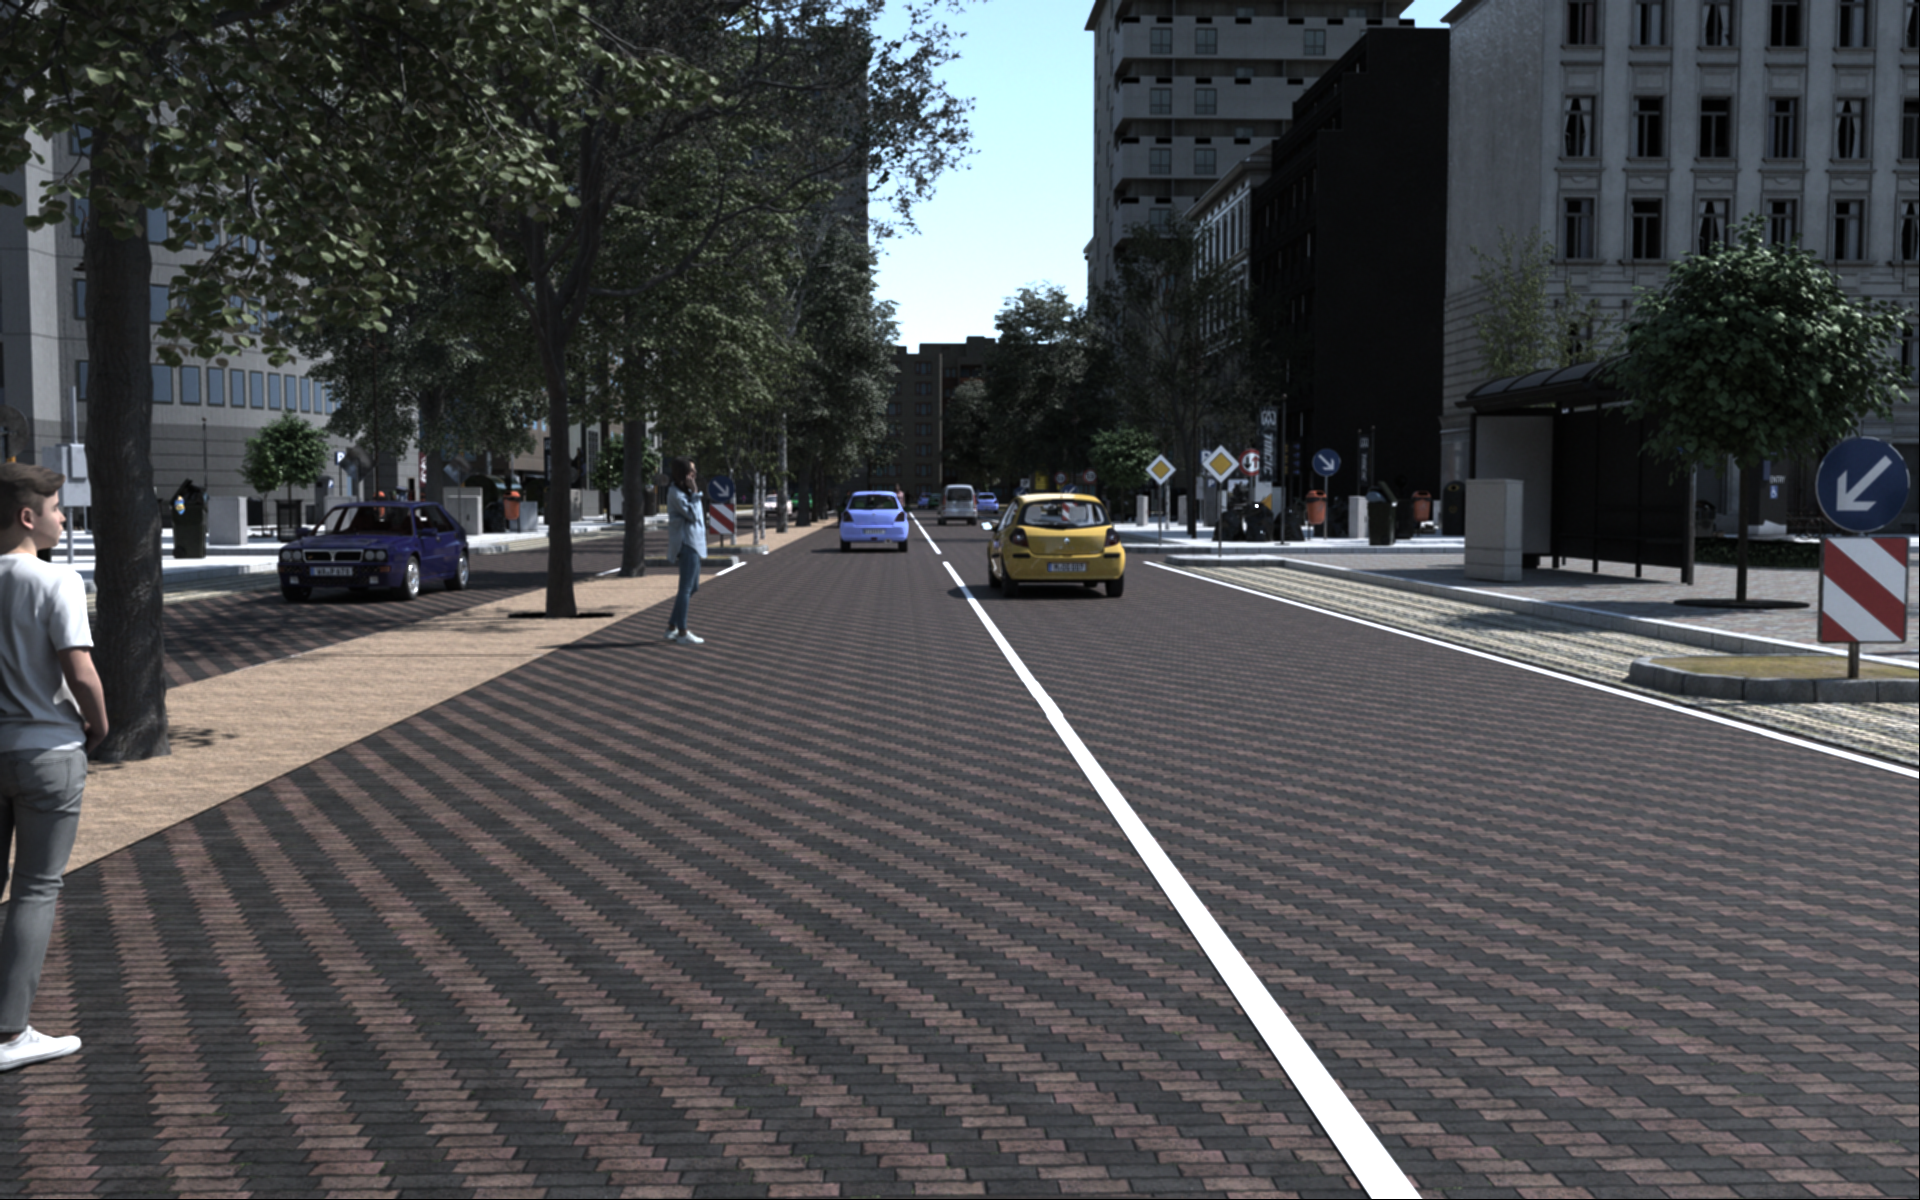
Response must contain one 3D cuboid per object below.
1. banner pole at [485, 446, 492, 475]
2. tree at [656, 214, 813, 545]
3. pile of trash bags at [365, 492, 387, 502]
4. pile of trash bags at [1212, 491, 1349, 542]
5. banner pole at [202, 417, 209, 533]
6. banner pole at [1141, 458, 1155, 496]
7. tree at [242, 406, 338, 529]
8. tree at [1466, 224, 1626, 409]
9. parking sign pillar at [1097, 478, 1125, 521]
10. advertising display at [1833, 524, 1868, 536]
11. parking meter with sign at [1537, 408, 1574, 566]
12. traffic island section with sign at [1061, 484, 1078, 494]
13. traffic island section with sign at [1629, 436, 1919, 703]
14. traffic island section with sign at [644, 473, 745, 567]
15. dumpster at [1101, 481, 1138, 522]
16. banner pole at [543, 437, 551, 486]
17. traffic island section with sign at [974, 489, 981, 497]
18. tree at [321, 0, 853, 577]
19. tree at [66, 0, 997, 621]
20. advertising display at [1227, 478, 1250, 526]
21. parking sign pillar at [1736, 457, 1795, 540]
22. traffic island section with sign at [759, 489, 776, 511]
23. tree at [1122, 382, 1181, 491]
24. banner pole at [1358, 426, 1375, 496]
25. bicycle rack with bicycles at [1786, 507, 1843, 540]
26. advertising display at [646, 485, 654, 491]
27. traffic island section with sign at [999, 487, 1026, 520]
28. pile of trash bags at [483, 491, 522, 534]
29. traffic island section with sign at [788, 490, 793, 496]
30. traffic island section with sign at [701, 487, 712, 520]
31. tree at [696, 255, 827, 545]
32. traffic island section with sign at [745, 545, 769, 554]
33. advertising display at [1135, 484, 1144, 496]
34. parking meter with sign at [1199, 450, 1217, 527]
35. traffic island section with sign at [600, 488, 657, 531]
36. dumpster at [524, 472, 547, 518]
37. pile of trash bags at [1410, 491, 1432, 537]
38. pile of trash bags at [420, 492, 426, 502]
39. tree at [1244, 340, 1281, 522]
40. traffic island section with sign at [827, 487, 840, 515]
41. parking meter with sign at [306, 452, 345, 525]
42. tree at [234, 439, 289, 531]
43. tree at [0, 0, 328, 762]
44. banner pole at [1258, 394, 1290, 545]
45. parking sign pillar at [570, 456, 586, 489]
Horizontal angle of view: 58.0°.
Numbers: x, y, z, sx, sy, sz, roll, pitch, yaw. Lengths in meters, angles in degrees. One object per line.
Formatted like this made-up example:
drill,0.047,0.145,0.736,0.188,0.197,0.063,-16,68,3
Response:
banner pole,-24.334,-6.075,89.336,0.401,3.779,0.863,-3,5,-42
tree,-5.791,-5.586,44.153,4.737,8.622,4.395,0,3,0
pile of trash bags,-21.482,-3.344,64.420,1.912,1.369,3.447,-1,4,-15
pile of trash bags,8.682,-2.302,47.391,3.447,1.369,1.912,-2,4,-32
banner pole,-24.575,-4.061,56.407,0.401,3.779,0.863,-1,4,-22
banner pole,11.439,-7.036,105.052,0.863,3.779,0.401,-1,4,-13
tree,-25.020,-4.961,64.832,4.285,4.588,4.351,0,3,0
tree,15.612,-5.921,47.173,4.737,8.622,4.395,0,3,0
parking sign pillar,7.317,-5.844,84.019,1.447,3.967,1.447,1,4,13
advertising display,23.567,-2.482,45.787,0.974,1.923,0.123,0,4,1
parking meter with sign,10.056,-2.134,31.156,1.738,3.016,0.543,0,4,3
traffic island section with sign,4.106,-3.613,67.697,1.989,1.847,2.006,0,4,-2
traffic island section with sign,6.102,-0.252,12.744,1.989,1.847,2.006,0,4,-2
traffic island section with sign,-5.505,-1.642,34.982,2.006,1.907,1.989,0,4,-2
dumpster,7.513,-4.829,81.449,1.502,2.255,1.985,0,4,-2
banner pole,-15.716,-4.719,67.173,0.863,3.779,0.401,0,4,-8
traffic island section with sign,1.302,-8.329,144.803,1.989,1.847,2.006,0,4,-2
tree,-5.760,-6.689,29.944,7.486,12.596,7.792,0,3,0
tree,-4.579,-6.524,19.488,12.009,13.543,11.850,0,3,0
advertising display,11.350,-3.999,70.595,0.974,1.923,0.123,2,4,30
parking sign pillar,21.494,-3.525,46.110,1.447,3.967,1.447,-2,4,-34
traffic island section with sign,-15.668,-8.311,144.515,1.989,1.847,2.006,0,4,-2
tree,12.163,-9.869,111.722,4.737,8.622,4.395,0,3,0
banner pole,15.115,-4.542,64.278,0.401,3.779,0.863,-3,4,-36
bicycle rack with bicycles,23.907,-2.215,49.602,2.852,0.926,2.925,-3,5,-44
advertising display,-19.688,-6.385,109.608,0.974,1.923,0.123,-2,4,-30
traffic island section with sign,3.125,-5.261,94.644,1.989,1.847,2.006,0,4,-2
pile of trash bags,-15.632,-2.893,57.060,3.447,1.369,1.912,3,4,37
traffic island section with sign,-16.659,-9.959,171.452,1.989,1.847,2.006,0,4,-2
traffic island section with sign,-13.862,-5.274,94.863,1.989,1.847,2.006,0,4,-2
tree,-5.774,-5.870,48.797,4.360,8.622,3.978,0,3,0
traffic island section with sign,-5.765,-2.095,42.385,2.006,1.907,1.989,0,4,-2
advertising display,11.228,-6.304,108.291,0.123,1.923,0.974,3,4,38
parking meter with sign,9.766,-4.379,67.851,0.543,3.016,1.738,0,4,-1
traffic island section with sign,-12.867,-3.600,67.492,1.989,1.847,2.006,0,4,-2
dumpster,-18.376,-4.530,76.551,1.502,2.255,1.985,0,4,-2
pile of trash bags,12.379,-2.570,51.779,3.447,1.369,1.912,0,4,-1
pile of trash bags,-29.994,-5.294,96.313,1.912,1.369,3.447,-1,4,-15
tree,12.784,-7.842,78.583,4.360,8.622,3.978,0,3,0
traffic island section with sign,-8.510,-6.687,117.473,2.006,1.907,1.989,0,4,-2
parking meter with sign,-26.374,-4.624,71.858,1.738,3.016,0.543,1,4,19
tree,-24.501,-4.078,61.274,1.663,3.219,1.824,0,3,0
tree,-4.655,-5.437,9.475,7.486,12.596,7.792,0,3,0
banner pole,7.892,-3.271,43.499,0.863,3.779,0.401,0,4,-6
parking sign pillar,-25.805,-7.795,115.919,1.447,3.967,1.447,3,5,39
